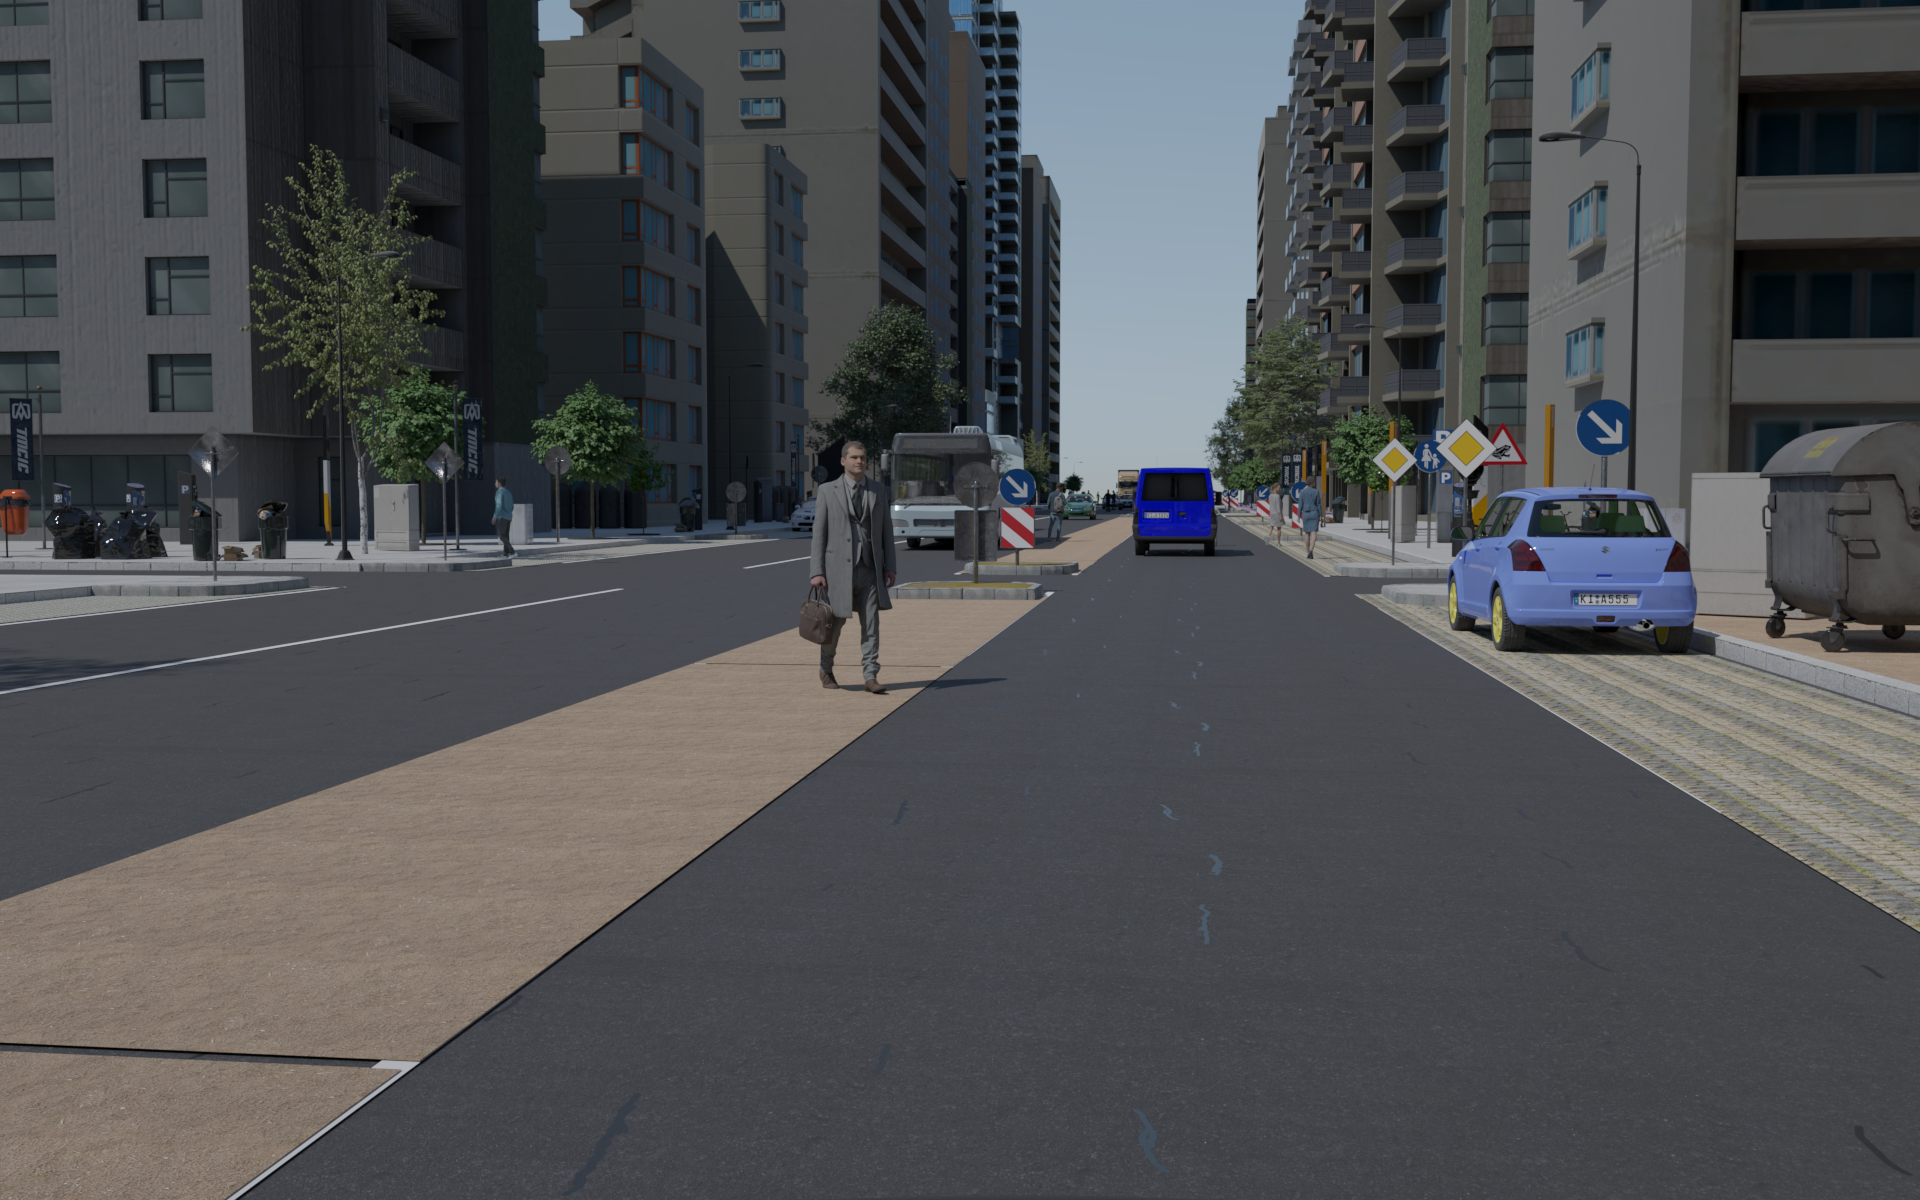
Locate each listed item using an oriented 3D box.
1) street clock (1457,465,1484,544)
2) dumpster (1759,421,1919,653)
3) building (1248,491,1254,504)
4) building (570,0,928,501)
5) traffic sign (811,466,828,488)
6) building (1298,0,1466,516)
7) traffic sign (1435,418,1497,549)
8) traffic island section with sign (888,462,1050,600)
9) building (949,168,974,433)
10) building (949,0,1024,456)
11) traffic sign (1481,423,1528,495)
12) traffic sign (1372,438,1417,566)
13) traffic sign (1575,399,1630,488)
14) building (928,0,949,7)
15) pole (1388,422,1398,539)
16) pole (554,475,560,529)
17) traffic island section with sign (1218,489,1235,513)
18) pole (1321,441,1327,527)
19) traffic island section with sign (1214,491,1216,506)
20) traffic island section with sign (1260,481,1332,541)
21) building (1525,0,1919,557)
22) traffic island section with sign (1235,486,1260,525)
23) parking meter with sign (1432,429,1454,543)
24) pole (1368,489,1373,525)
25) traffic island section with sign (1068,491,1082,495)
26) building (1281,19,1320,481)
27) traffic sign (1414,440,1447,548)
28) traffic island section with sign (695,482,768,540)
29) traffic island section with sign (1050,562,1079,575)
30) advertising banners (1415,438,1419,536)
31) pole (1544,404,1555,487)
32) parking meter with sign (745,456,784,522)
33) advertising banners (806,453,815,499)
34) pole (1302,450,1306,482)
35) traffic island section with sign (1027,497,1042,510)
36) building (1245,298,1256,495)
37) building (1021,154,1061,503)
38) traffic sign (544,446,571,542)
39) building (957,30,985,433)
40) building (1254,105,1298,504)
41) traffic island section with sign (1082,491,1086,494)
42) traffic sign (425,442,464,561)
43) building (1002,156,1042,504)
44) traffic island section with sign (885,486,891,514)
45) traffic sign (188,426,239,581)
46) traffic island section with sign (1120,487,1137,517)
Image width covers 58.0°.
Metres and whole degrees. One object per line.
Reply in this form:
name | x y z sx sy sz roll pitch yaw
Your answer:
street clock | 9.663 -1.728 32.825 0.471 2.002 0.358 1 4 10
dumpster | 7.662 -0.540 14.584 1.264 1.857 1.865 0 4 8
building | 55.582 -33.143 233.761 32.217 40.220 23.993 0 4 7
building | -14.306 -30.346 119.866 21.300 48.544 21.600 0 4 7
traffic sign | -6.311 -4.737 77.563 0.768 2.556 0.104 1 4 9
building | 37.360 -29.134 130.971 22.147 44.769 28.867 0 4 7
traffic sign | 6.734 -1.190 23.101 0.795 2.450 0.064 0 4 7
traffic island section with sign | 0.144 -0.987 24.279 2.006 1.907 1.989 0 4 7
building | -6.612 -23.300 152.660 14.160 30.474 14.107 0 4 7
building | -2.894 -54.835 209.224 22.319 86.520 31.000 0 4 7
traffic sign | 9.907 -1.938 31.689 0.884 2.594 0.081 1 4 15
traffic sign | 7.770 -1.674 31.019 0.795 2.450 0.064 0 4 7
traffic sign | 8.688 -1.423 23.375 0.768 2.556 0.104 1 4 14
building | -8.651 -29.794 137.246 14.600 45.320 14.200 0 4 7
pole | 12.300 -3.387 49.215 0.158 3.312 0.155 0 3 0
pole | -14.777 -4.259 63.480 0.158 3.312 0.155 0 3 0
traffic island section with sign | 20.344 -7.387 129.403 1.989 1.847 2.006 0 4 7
pole | 13.987 -4.450 66.600 0.158 3.312 0.155 0 3 0
traffic island section with sign | 23.838 -9.022 156.132 1.989 1.847 2.006 0 4 7
traffic island section with sign | 10.408 -2.746 53.527 1.989 1.847 2.006 0 4 7
building | 25.314 -25.482 40.340 21.600 48.544 21.300 0 4 7
traffic island section with sign | 13.903 -4.381 80.255 1.989 1.847 2.006 0 4 7
parking meter with sign | 12.863 -3.044 46.027 0.543 3.016 1.738 1 4 12
pole | 17.288 -4.831 72.836 0.158 3.312 0.155 0 3 0
traffic island section with sign | 13.737 -12.583 214.362 1.989 1.847 2.006 0 4 7
building | 41.824 -33.059 160.116 23.786 49.044 30.456 0 4 7
traffic sign | 11.062 -2.489 40.794 0.768 2.556 0.104 1 4 9
traffic island section with sign | -7.165 -2.820 54.734 1.989 1.847 2.006 0 4 7
traffic island section with sign | 1.115 -1.436 31.622 2.006 1.907 1.989 0 4 7
advertising banners | 14.237 -3.535 53.988 0.090 3.025 2.074 1 4 18
pole | 13.409 -2.789 39.445 0.158 3.312 0.155 0 3 0
parking meter with sign | -8.989 -5.100 79.649 1.738 3.016 0.543 -1 4 -15
advertising banners | -6.439 -4.800 74.669 0.090 3.025 2.074 -1 4 -14
pole | 15.999 -5.302 80.523 0.158 3.312 0.155 0 3 0
traffic island section with sign | 6.485 -9.194 158.943 1.989 1.847 2.006 0 4 7
building | 48.845 -29.505 254.113 14.160 30.474 14.107 0 4 7
building | 3.149 -38.377 251.165 21.300 48.544 21.600 0 4 7
traffic sign | -10.673 -2.802 45.926 0.768 2.556 0.104 1 4 13
building | -5.247 -31.580 166.447 14.600 45.320 14.200 0 4 7
building | 47.393 -35.959 211.625 21.300 48.544 21.600 0 4 7
traffic island section with sign | 17.239 -14.218 241.089 1.989 1.847 2.006 0 4 7
traffic sign | -9.921 -1.817 33.346 0.795 2.450 0.064 0 4 7
building | 3.537 -35.614 232.392 14.600 45.320 14.200 0 4 7
traffic island section with sign | -3.564 -4.500 82.210 1.989 1.847 2.006 0 4 7
traffic sign | -10.957 -1.332 25.429 0.795 2.450 0.064 0 4 7
traffic island section with sign | 10.857 -5.993 106.129 2.006 1.907 1.989 0 4 7
